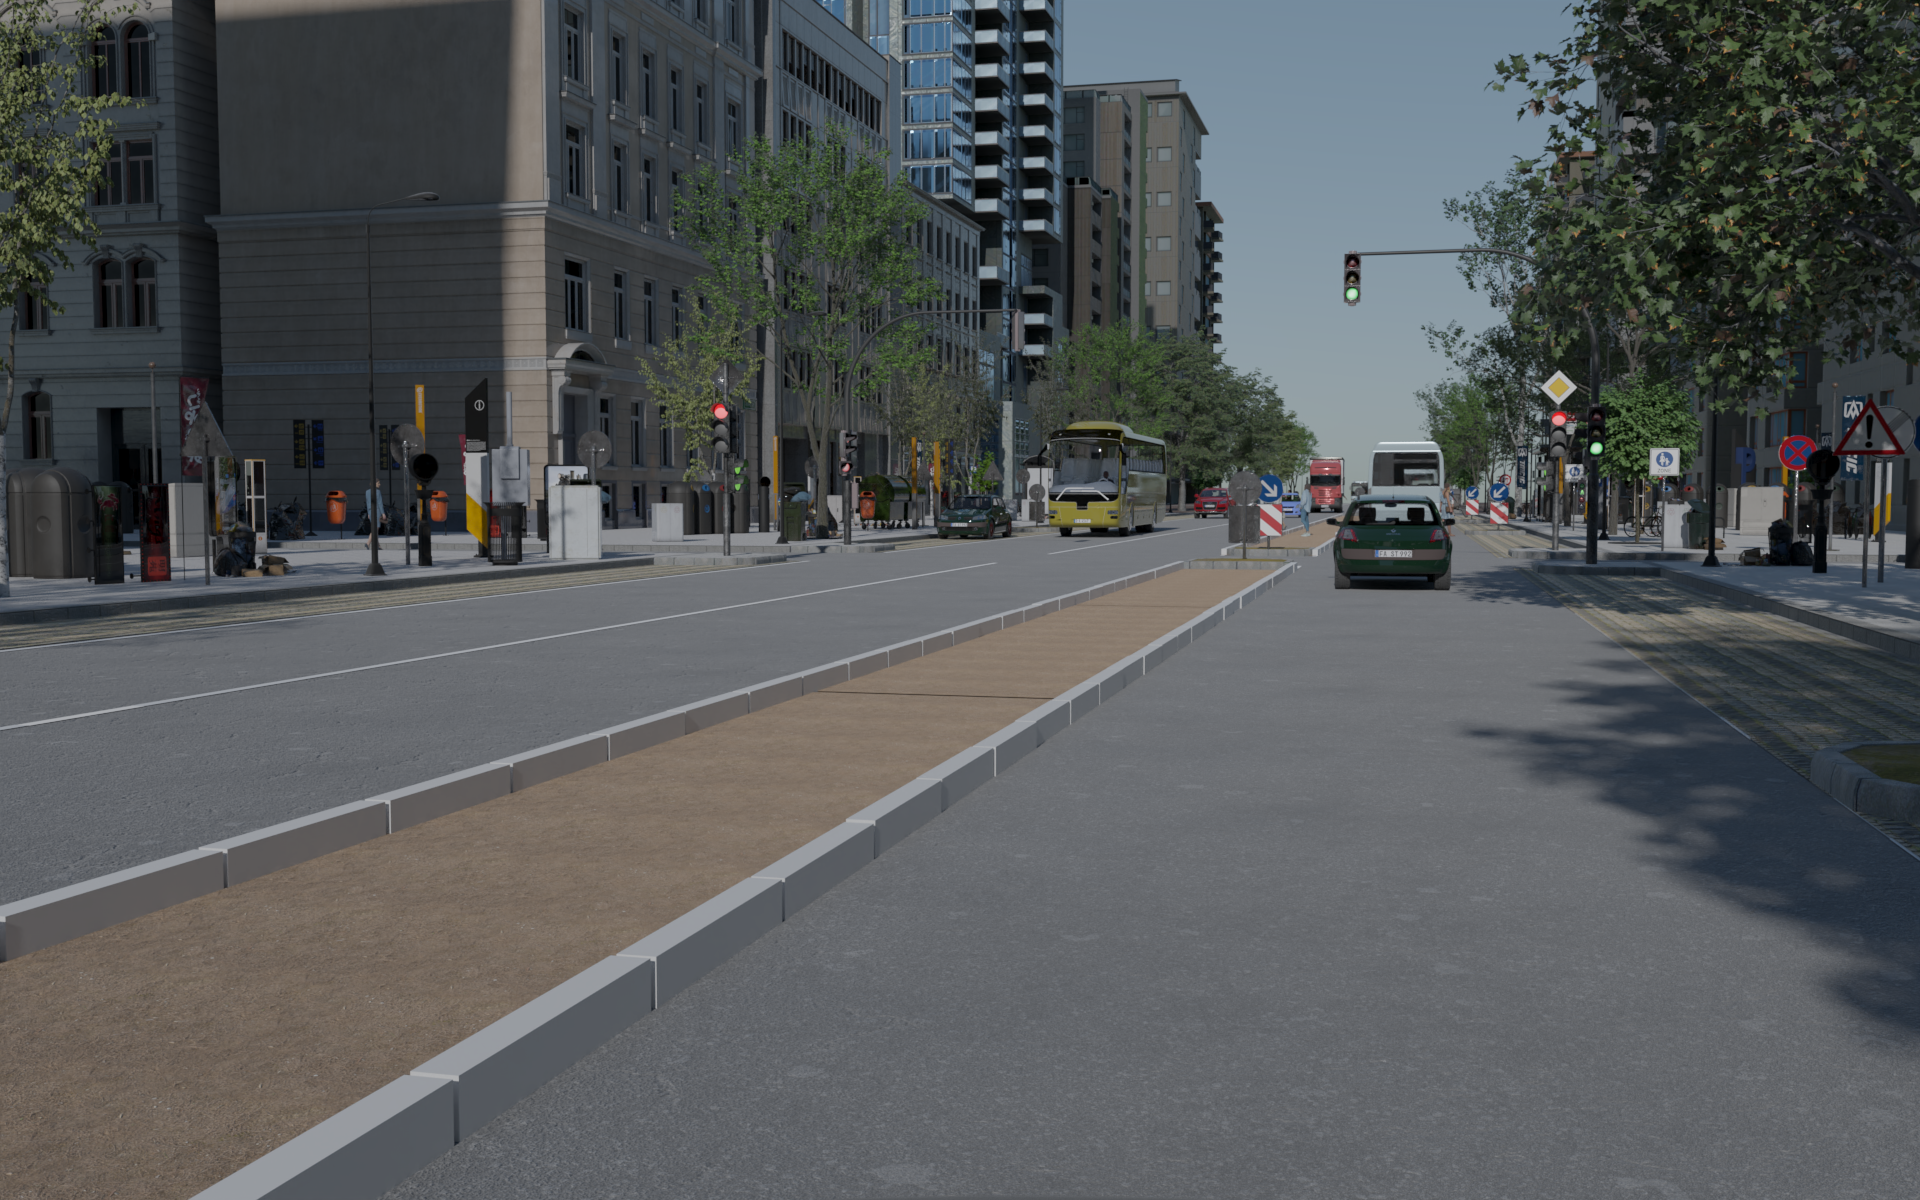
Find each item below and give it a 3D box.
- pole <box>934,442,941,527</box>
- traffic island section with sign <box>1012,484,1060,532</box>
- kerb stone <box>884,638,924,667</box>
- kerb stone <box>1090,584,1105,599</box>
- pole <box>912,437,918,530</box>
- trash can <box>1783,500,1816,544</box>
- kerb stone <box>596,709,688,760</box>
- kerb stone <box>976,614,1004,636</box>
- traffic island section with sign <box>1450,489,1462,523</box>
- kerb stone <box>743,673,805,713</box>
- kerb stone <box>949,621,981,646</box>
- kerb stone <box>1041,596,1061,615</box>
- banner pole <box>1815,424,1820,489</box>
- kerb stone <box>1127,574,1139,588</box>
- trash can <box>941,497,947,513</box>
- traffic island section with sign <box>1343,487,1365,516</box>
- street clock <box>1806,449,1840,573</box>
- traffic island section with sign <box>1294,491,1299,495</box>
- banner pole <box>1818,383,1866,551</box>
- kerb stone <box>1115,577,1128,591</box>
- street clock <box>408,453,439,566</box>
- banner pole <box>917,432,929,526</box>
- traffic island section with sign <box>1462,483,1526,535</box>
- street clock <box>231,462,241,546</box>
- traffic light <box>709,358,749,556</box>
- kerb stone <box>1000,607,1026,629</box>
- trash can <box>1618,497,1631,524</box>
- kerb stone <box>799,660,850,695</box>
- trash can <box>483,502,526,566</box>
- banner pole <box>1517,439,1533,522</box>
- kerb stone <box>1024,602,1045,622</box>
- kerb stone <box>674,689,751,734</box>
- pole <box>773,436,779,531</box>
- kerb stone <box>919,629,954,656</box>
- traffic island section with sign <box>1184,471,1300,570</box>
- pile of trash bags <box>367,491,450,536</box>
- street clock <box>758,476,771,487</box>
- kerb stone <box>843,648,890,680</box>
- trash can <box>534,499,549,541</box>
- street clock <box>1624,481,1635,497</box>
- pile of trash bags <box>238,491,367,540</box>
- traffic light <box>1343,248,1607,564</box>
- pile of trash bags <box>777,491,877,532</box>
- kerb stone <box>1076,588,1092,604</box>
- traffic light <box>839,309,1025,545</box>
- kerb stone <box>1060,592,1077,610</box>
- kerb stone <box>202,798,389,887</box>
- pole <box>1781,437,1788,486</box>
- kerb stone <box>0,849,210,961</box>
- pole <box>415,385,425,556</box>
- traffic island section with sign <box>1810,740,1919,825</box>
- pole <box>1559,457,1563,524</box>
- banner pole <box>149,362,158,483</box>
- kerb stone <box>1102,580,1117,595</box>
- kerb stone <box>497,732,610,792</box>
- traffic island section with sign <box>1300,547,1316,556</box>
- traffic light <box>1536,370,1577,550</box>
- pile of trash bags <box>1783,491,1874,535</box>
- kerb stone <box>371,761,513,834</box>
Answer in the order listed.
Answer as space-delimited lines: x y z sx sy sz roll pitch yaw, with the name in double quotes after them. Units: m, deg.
-0.922 -4.512 67.622 0.158 3.312 0.155 0 3 0 "pole"
2.875 -3.499 65.839 1.989 1.847 2.006 1 4 14 "traffic island section with sign"
-0.520 0.458 14.699 0.120 0.150 1.000 1 4 14 "kerb stone"
1.802 -0.085 23.660 0.120 0.150 1.000 1 4 14 "kerb stone"
-1.631 -4.189 62.333 0.158 3.312 0.155 0 3 0 "pole"
20.869 -1.922 43.085 0.748 1.137 0.748 0 3 0 "trash can"
-1.803 0.762 9.739 0.120 0.150 1.000 1 4 14 "kerb stone"
0.254 0.277 17.702 0.120 0.150 1.000 1 4 14 "kerb stone"
25.598 -4.796 87.035 1.989 1.847 2.006 1 4 14 "traffic island section with sign"
-1.295 0.640 11.727 0.120 0.150 1.000 1 4 14 "kerb stone"
0.004 0.336 16.703 0.120 0.150 1.000 1 4 14 "kerb stone"
1.023 0.093 20.676 0.120 0.150 1.000 1 4 14 "kerb stone"
30.871 -4.405 62.037 0.401 3.779 0.863 -2 4 -28 "banner pole"
2.577 -0.272 26.647 0.120 0.150 1.000 1 4 14 "kerb stone"
-1.025 -5.199 96.665 0.748 1.137 0.748 0 3 0 "trash can"
26.166 -6.444 113.500 2.006 1.907 1.989 1 4 14 "traffic island section with sign"
13.958 -1.437 28.064 0.471 2.002 0.358 1 4 16 "street clock"
42.616 -12.878 219.190 1.989 1.847 2.006 1 4 14 "traffic island section with sign"
19.862 -2.991 38.914 0.863 3.779 0.401 1 4 19 "banner pole"
2.315 -0.211 25.647 0.120 0.150 1.000 1 4 14 "kerb stone"
-9.518 -1.602 30.771 0.471 2.002 0.358 -3 4 -37 "street clock"
-1.586 -4.900 70.124 0.401 3.779 0.863 -3 4 -36 "banner pole"
18.819 -3.200 60.943 1.989 1.847 2.006 1 4 14 "traffic island section with sign"
-15.906 -2.032 37.800 0.358 2.002 0.471 0 4 5 "street clock"
-4.824 -2.871 35.860 0.839 4.253 0.868 1 4 14 "traffic light"
0.517 0.214 18.694 0.120 0.150 1.000 1 4 14 "kerb stone"
27.995 -3.774 73.363 0.748 1.137 0.748 0 3 0 "trash can"
-1.038 0.582 12.719 0.120 0.150 1.000 1 4 14 "kerb stone"
-8.184 -1.191 31.133 0.748 1.137 0.748 0 3 0 "trash can"
25.763 -5.434 78.864 0.863 3.779 0.401 1 4 14 "banner pole"
0.777 0.159 19.684 0.120 0.150 1.000 1 4 14 "kerb stone"
-1.553 0.701 10.731 0.120 0.150 1.000 1 4 14 "kerb stone"
-6.467 -4.103 60.922 0.158 3.312 0.155 0 3 0 "pole"
-0.259 0.399 15.692 0.120 0.150 1.000 1 4 14 "kerb stone"
5.457 -1.556 33.584 2.006 1.907 1.989 1 4 14 "traffic island section with sign"
-17.149 -2.691 53.752 3.447 1.369 1.912 2 4 30 "pile of trash bags"
-7.967 -4.039 70.605 0.471 2.002 0.358 -2 4 -25 "street clock"
-0.779 0.520 13.710 0.120 0.150 1.000 1 4 14 "kerb stone"
-11.260 -2.185 47.377 0.748 1.137 0.748 0 3 0 "trash can"
30.312 -4.520 78.468 0.471 2.002 0.358 1 4 18 "street clock"
-18.857 -2.383 48.710 3.447 1.369 1.912 0 4 7 "pile of trash bags"
9.505 -3.509 32.033 4.771 5.953 1.251 1 4 14 "traffic light"
-4.568 -3.031 59.316 3.447 1.369 1.912 0 4 -1 "pile of trash bags"
1.541 -0.022 22.662 0.120 0.150 1.000 1 4 14 "kerb stone"
-0.774 -4.185 43.100 4.771 5.953 1.251 1 4 14 "traffic light"
1.286 0.035 21.666 0.120 0.150 1.000 1 4 14 "kerb stone"
-2.580 0.944 6.759 0.120 0.150 1.000 1 4 14 "kerb stone"
29.295 -4.142 61.564 0.158 3.312 0.155 0 3 0 "pole"
-2.836 1.007 5.769 0.120 0.150 1.000 1 4 14 "kerb stone"
-10.106 -2.364 32.492 0.158 3.312 0.155 0 3 0 "pole"
5.091 0.044 7.914 1.989 1.847 2.006 1 4 14 "traffic island section with sign"
25.738 -4.919 74.273 0.158 3.312 0.155 0 3 0 "pole"
-15.406 -2.636 33.122 0.401 3.779 0.863 -2 4 -28 "banner pole"
2.055 -0.150 24.650 0.120 0.150 1.000 1 4 14 "kerb stone"
-2.063 0.822 8.750 0.120 0.150 1.000 1 4 14 "kerb stone"
7.325 -1.995 40.753 2.006 1.907 1.989 1 4 14 "traffic island section with sign"
13.556 -3.086 39.379 0.839 4.253 0.868 1 4 14 "traffic light"
27.253 -2.772 55.080 3.447 1.369 1.912 -1 4 -14 "pile of trash bags"
-2.318 0.883 7.752 0.120 0.150 1.000 1 4 14 "kerb stone"
